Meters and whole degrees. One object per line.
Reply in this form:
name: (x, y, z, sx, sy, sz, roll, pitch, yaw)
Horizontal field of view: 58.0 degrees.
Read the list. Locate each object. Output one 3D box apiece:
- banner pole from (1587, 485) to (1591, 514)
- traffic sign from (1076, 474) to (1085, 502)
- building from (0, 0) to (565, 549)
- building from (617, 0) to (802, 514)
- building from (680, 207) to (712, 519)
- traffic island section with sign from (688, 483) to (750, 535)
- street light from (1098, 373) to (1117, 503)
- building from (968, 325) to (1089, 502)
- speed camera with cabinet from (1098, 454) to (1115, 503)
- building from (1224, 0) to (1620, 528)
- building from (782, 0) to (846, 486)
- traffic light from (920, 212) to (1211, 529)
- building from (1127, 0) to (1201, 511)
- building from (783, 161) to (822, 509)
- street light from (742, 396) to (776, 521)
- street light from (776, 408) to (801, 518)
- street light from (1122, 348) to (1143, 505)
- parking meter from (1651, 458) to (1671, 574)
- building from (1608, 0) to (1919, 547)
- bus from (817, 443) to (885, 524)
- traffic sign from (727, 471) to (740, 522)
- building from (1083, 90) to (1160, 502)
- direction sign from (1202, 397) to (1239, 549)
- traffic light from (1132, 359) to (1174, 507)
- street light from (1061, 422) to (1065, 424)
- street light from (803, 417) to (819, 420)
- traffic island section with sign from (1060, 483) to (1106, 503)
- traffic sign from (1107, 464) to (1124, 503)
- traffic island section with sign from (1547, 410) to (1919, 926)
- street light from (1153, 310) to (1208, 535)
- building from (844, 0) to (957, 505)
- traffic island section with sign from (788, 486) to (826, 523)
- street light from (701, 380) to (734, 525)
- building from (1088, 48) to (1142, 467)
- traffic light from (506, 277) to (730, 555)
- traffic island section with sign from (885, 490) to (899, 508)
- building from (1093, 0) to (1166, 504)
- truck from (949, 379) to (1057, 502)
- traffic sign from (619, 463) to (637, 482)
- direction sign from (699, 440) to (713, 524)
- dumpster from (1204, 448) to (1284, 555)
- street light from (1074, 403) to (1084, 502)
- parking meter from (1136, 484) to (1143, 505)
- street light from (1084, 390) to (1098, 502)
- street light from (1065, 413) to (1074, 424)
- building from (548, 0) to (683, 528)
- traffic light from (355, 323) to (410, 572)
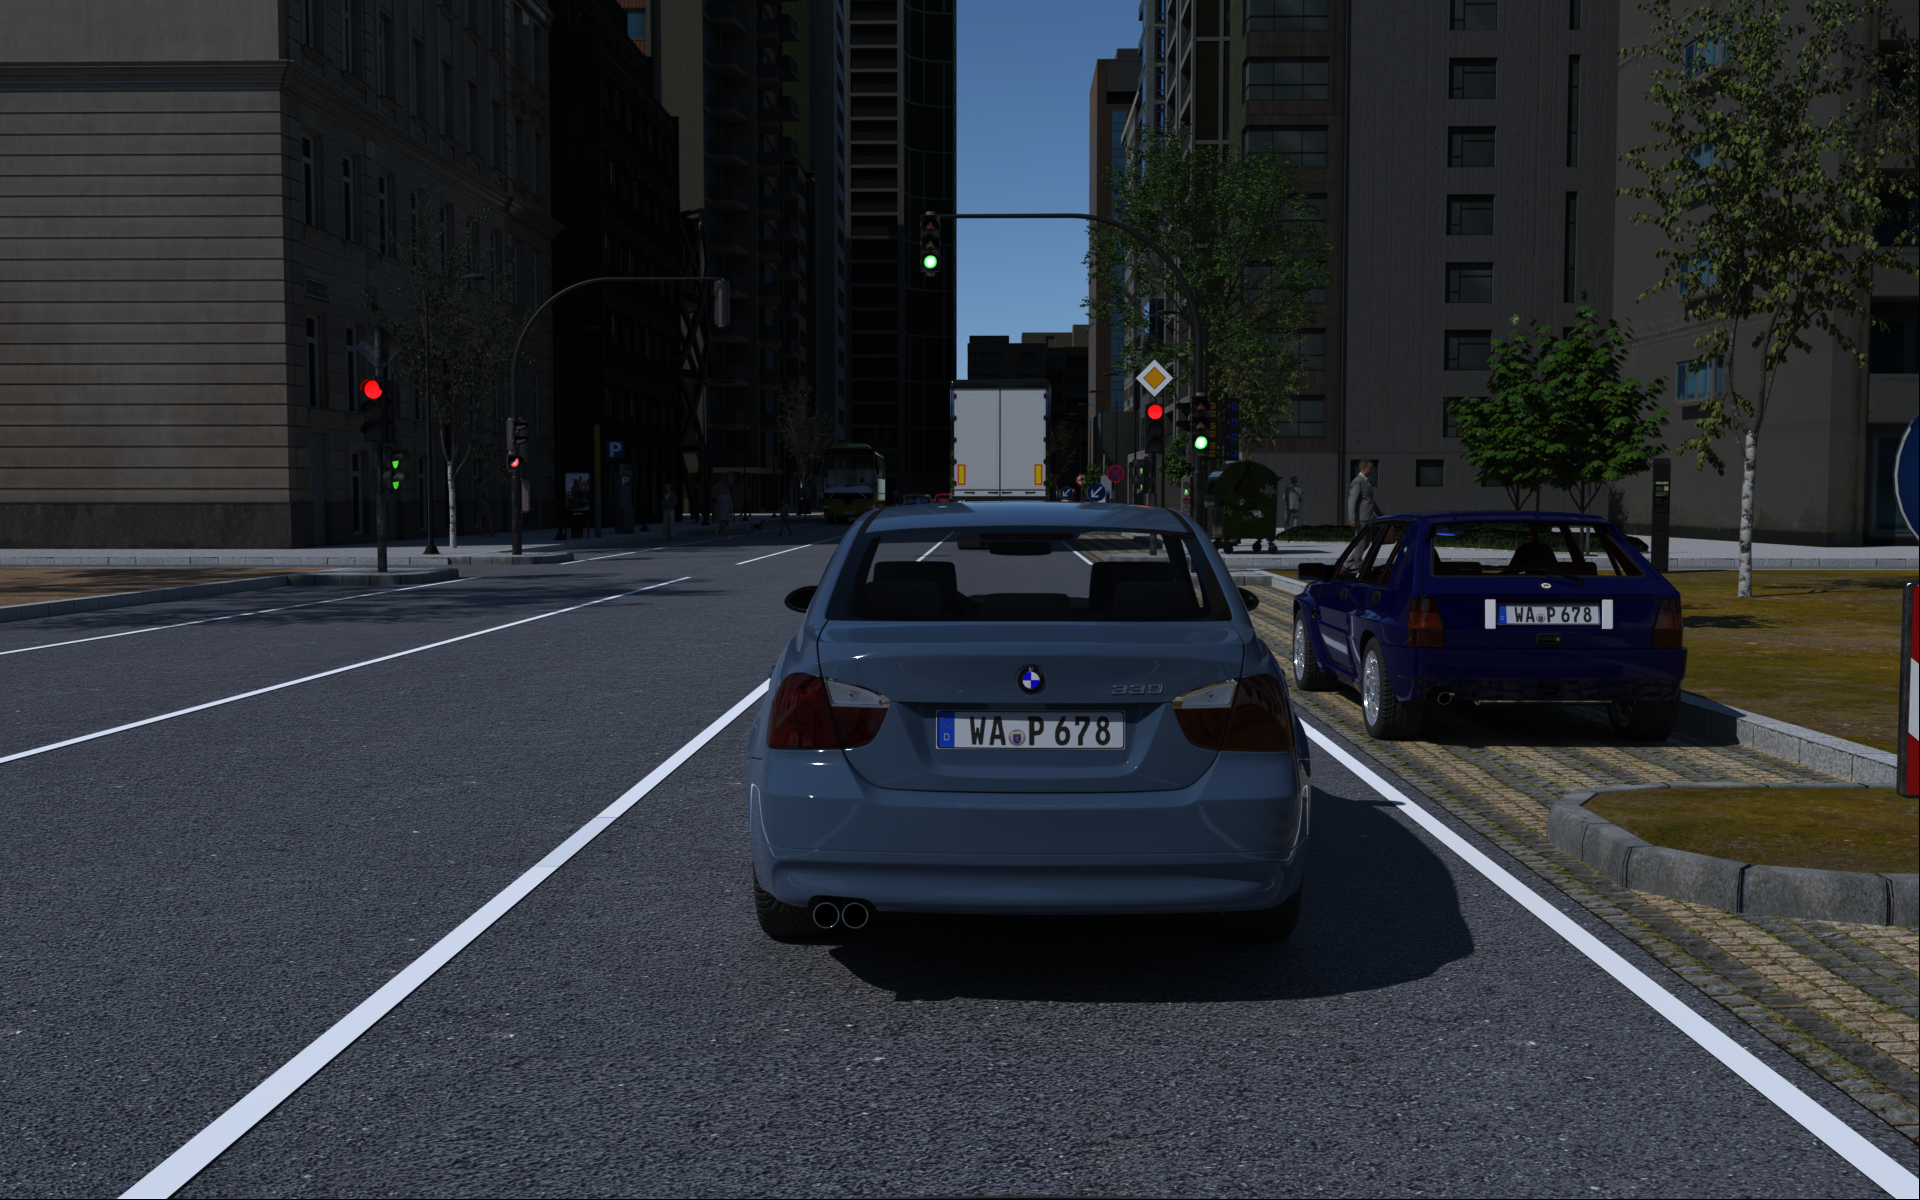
banner pole: (12.795, -2.803, 35.852, 0.863, 3.779, 0.401, 2, 4, 34)
traffic sign: (7.543, -6.548, 107.167, 0.768, 2.556, 0.104, 1, 4, 10)
building: (-20.914, -15.562, 51.705, 12.463, 27.353, 25.104, 0, 4, 1)
building: (-23.439, -28.820, 125.826, 22.147, 44.769, 28.867, 0, 4, 1)
building: (-21.437, -13.533, 88.712, 16.820, 18.784, 16.811, 0, 4, 1)
traffic island section with sign: (-8.476, -3.214, 61.177, 1.989, 1.847, 2.006, 0, 4, 1)
street light: (6.175, -5.738, 66.358, 1.470, 5.913, 1.316, 0, 4, 1)
building: (15.625, -22.450, 212.093, 28.899, 21.520, 27.650, 0, 4, 1)
speed camera with cabinet: (7.135, -5.565, 85.319, 0.660, 3.252, 2.038, 1, 4, 17)
building: (17.887, -18.345, 71.649, 14.160, 30.474, 14.107, 0, 4, 1)
building: (-25.969, -38.688, 174.552, 28.212, 58.520, 21.231, 0, 4, 1)
traffic light: (1.750, -3.267, 28.086, 4.771, 5.953, 1.251, 0, 4, 1)
building: (20.435, -40.209, 95.666, 20.563, 71.187, 20.611, 0, 4, 1)
building: (-19.558, -23.020, 148.074, 14.160, 30.474, 14.107, 0, 4, 1)
street light: (-9.657, -6.699, 82.063, 1.470, 5.913, 1.316, 0, 4, 1)
street light: (-9.480, -7.381, 93.224, 1.470, 5.913, 1.316, 0, 4, 1)
street light: (5.908, -5.040, 54.946, 1.470, 5.913, 1.316, 0, 4, 1)
parking meter: (11.356, -1.367, 28.069, 0.255, 1.863, 0.399, 1, 4, 20)
building: (31.565, -26.106, 50.533, 21.600, 48.544, 21.300, 0, 4, 1)
bus: (-5.221, -5.795, 86.292, 2.896, 3.916, 12.252, 0, 4, 0)
traffic sign: (-10.230, -4.662, 78.359, 0.606, 2.300, 0.079, 1, 4, 10)
building: (27.650, -28.427, 156.657, 32.217, 40.220, 23.993, 0, 4, 1)
direction sign: (6.120, -2.979, 40.706, 0.876, 3.537, 0.379, -1, 4, -9)
traffic light: (4.027, -2.889, 36.163, 0.839, 4.253, 0.868, 0, 4, 1)
street light: (7.202, -8.484, 111.256, 1.470, 5.913, 1.316, 0, 4, 1)
street light: (-9.226, -8.085, 104.735, 1.470, 5.913, 1.316, 0, 4, 1)
traffic island section with sign: (4.645, -3.195, 60.872, 1.989, 1.847, 2.006, 0, 4, 1)
traffic sign: (6.681, -4.548, 74.465, 0.768, 2.556, 0.104, 0, 4, 4)
traffic island section with sign: (3.403, 0.122, 6.640, 1.989, 1.847, 2.006, 0, 4, 1)
street light: (5.681, -4.357, 43.785, 1.470, 5.913, 1.316, 0, 4, 1)
building: (-10.886, -47.029, 207.177, 20.611, 71.187, 20.563, 0, 4, 1)
traffic island section with sign: (-7.856, -4.866, 88.188, 1.989, 1.847, 2.006, 0, 4, 1)
street light: (-9.931, -6.016, 70.903, 1.470, 5.913, 1.316, 0, 4, 1)
building: (20.348, -32.148, 175.734, 14.600, 45.320, 14.200, 0, 4, 1)
traffic light: (-7.238, -3.778, 36.440, 4.771, 5.953, 1.251, 0, 4, 1)
traffic island section with sign: (-6.086, -9.592, 165.464, 1.989, 1.847, 2.006, 0, 4, 1)
building: (22.022, -49.862, 127.920, 22.319, 86.520, 31.000, 0, 4, 1)
truck: (1.277, -3.614, 48.005, 2.839, 4.237, 11.283, 0, 4, 3)
traffic sign: (-11.102, -3.412, 57.916, 0.606, 2.300, 0.079, 1, 4, 10)
direction sign: (-10.706, -4.955, 73.004, 0.379, 3.537, 0.876, 2, 4, 31)
dumpster: (6.131, -2.143, 37.527, 1.502, 2.255, 1.985, 0, 4, 1)
street light: (6.721, -7.103, 88.676, 1.470, 5.913, 1.316, 0, 4, 1)
parking meter: (7.345, -4.012, 71.313, 0.399, 1.863, 0.255, 0, 4, 7)
street light: (6.457, -6.421, 77.517, 1.470, 5.913, 1.316, 0, 4, 1)
street light: (6.963, -7.790, 99.911, 1.470, 5.913, 1.316, 0, 4, 1)
building: (-19.244, -14.835, 72.224, 12.332, 23.373, 15.834, 0, 4, 1)
traffic light: (-9.515, -2.419, 28.469, 0.839, 4.253, 0.868, 0, 4, 1)
